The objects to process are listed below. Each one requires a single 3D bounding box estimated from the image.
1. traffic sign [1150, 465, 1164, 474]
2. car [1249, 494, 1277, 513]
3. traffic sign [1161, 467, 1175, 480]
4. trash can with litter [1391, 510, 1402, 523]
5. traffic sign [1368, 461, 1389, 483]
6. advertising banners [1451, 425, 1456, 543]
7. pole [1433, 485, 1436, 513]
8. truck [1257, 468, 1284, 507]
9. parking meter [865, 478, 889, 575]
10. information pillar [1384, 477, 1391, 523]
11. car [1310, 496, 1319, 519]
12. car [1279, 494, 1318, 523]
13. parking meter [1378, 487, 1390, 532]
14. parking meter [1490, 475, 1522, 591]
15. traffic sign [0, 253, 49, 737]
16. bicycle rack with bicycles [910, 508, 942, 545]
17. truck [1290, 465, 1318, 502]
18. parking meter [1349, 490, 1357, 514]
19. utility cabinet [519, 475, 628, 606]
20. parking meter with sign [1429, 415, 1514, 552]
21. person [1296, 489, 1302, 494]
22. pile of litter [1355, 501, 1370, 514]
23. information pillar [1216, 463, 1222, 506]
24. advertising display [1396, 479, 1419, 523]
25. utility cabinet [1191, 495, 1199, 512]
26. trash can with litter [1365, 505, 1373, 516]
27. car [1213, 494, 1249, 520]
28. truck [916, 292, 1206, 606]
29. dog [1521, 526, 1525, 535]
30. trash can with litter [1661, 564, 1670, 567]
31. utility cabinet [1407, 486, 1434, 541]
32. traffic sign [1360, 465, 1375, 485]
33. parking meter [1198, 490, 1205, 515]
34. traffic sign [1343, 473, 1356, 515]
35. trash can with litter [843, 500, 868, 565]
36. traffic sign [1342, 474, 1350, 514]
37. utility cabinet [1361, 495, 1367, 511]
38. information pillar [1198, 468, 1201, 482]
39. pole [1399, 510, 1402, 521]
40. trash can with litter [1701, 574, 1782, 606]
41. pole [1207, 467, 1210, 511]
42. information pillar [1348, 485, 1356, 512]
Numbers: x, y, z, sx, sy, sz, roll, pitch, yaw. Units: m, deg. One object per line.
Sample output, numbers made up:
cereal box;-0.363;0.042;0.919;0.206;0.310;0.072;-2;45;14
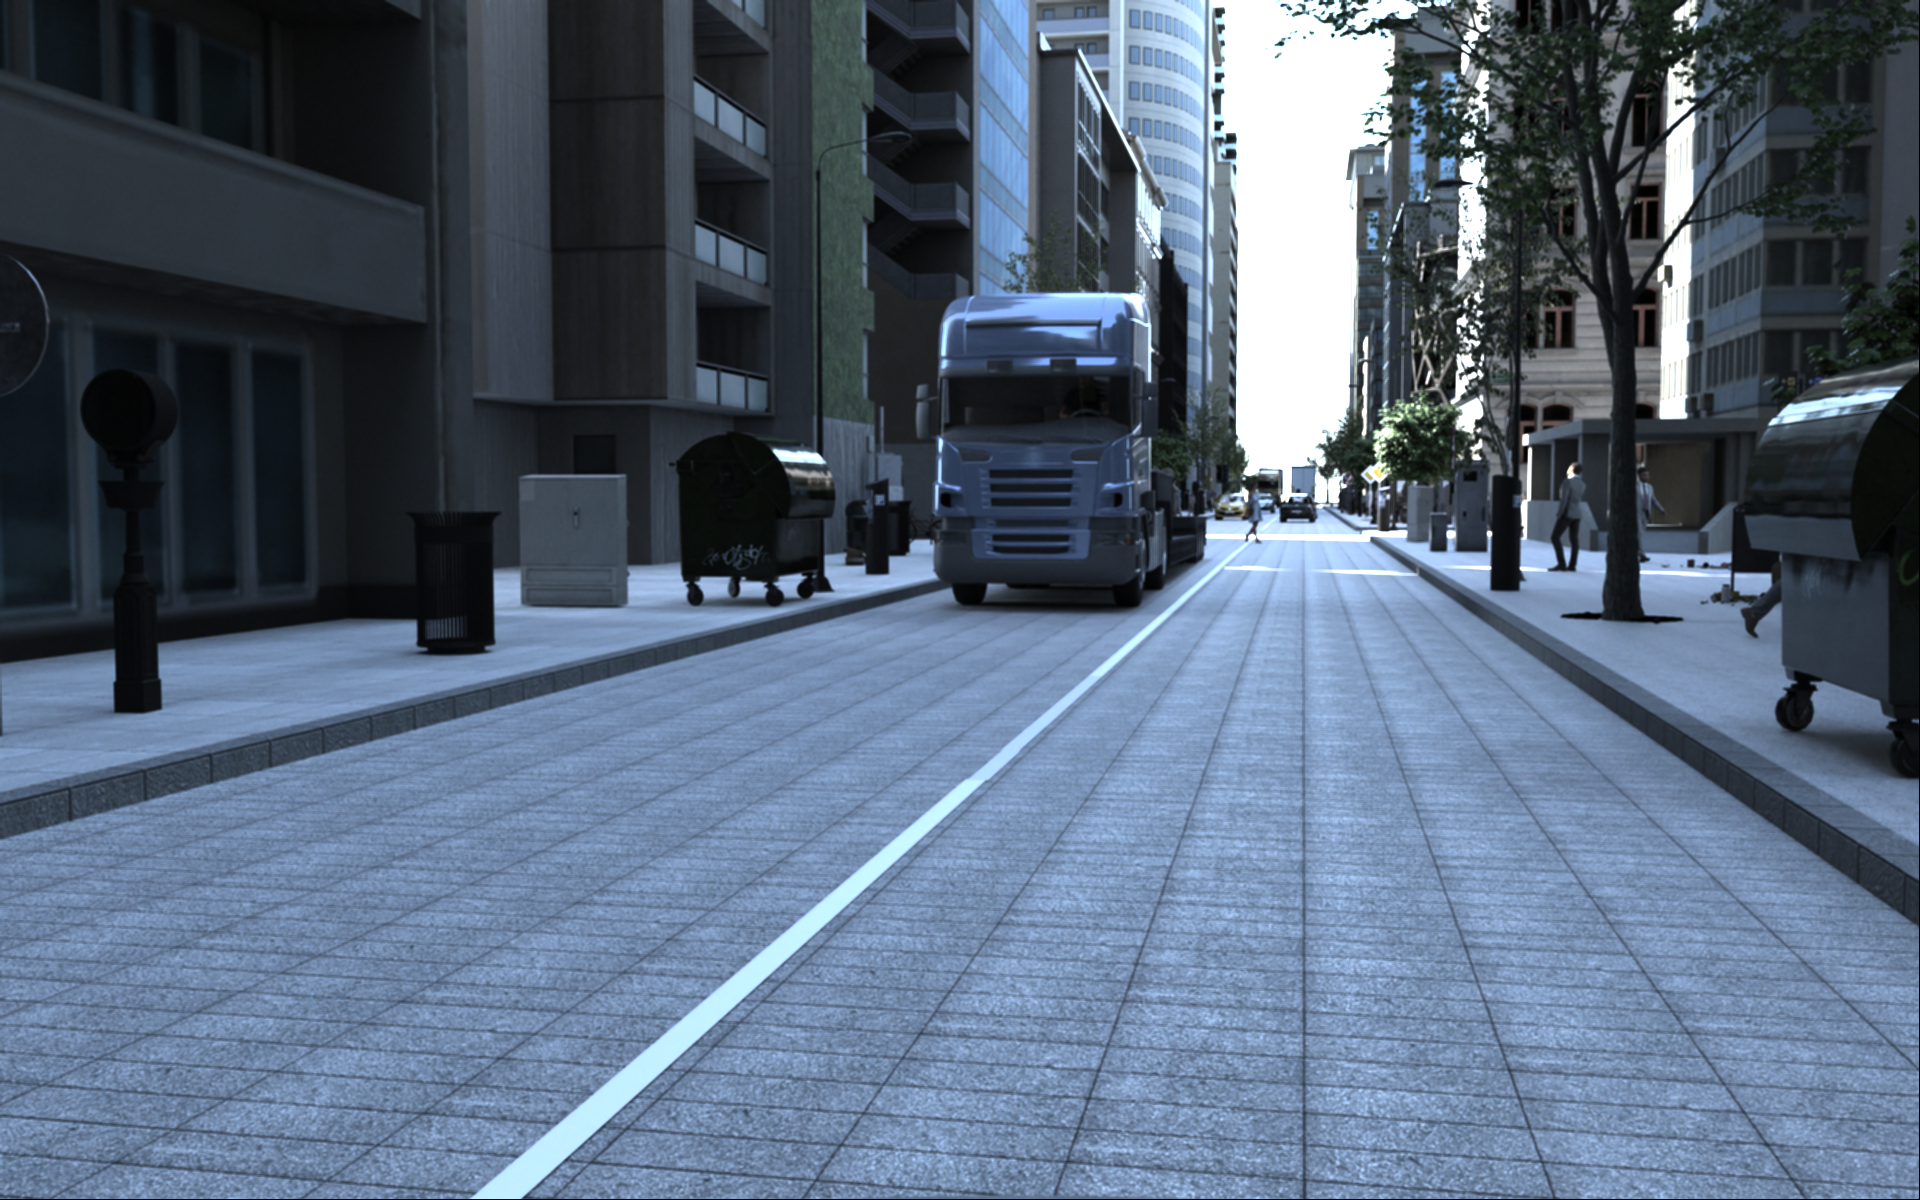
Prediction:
traffic sign;7.879;-4.147;69.998;0.795;2.593;0.064;1;4;11
car;22.851;-7.281;130.841;2.131;1.459;4.920;1;4;12
traffic sign;9.849;-5.041;82.528;0.768;2.556;0.104;1;4;13
trash can with litter;19.789;-4.118;78.386;1.678;1.210;2.233;0;4;2
traffic sign;14.655;-3.566;60.499;0.795;2.593;0.064;1;4;11
advertising banners;12.404;-2.873;43.155;0.090;3.025;2.074;0;4;7
pole;21.769;-5.245;79.595;0.158;3.312;0.155;0;3;0
truck;33.971;-12.266;189.456;2.839;4.237;11.283;1;4;13
parking meter;-1.325;-1.181;27.713;0.372;1.533;0.369;0;3;0
information pillar;18.662;-4.352;75.652;0.304;2.012;0.304;1;4;16
car;20.078;-5.481;101.972;2.083;1.381;4.827;1;4;10
car;17.315;-4.825;88.680;2.009;1.686;4.222;1;4;13
parking meter;14.265;-3.047;58.222;0.372;1.533;0.369;0;3;0
parking meter;7.268;-0.895;23.050;0.372;1.533;0.369;0;3;0
traffic sign;-5.113;-0.549;9.088;0.768;2.556;0.104;1;4;13
bicycle rack with bicycles;-1.989;-1.857;43.745;2.925;0.926;2.852;2;4;28
truck;34.621;-11.353;174.531;2.839;4.237;11.283;1;4;12
parking meter;25.030;-6.254;110.657;0.372;1.533;0.369;0;3;0
utility cabinet;-4.407;-0.676;19.740;1.173;1.500;0.318;1;4;11
parking meter with sign;11.404;-2.592;38.641;1.738;3.016;0.543;0;4;8
person;28.188;-8.318;144.133;1.348;1.869;0.705;0;4;-2
pile of litter;26.423;-6.104;113.765;1.719;0.858;1.176;-2;4;-24
information pillar;19.638;-8.564;131.380;0.183;3.616;0.504;-3;5;-39
advertising display;19.500;-4.305;75.592;0.974;1.923;0.123;0;4;3
utility cabinet;16.505;-6.713;120.918;0.306;1.237;1.020;-2;4;-33
trash can with litter;24.081;-5.512;101.507;0.624;1.170;1.055;-1;4;-21
car;15.087;-5.243;95.941;2.015;1.641;3.980;1;4;13
truck;2.480;-2.413;29.210;2.967;4.110;18.799;1;4;11
dog;13.467;-1.560;42.341;0.540;0.507;0.406;-1;4;-23
trash can with litter;13.378;-1.157;29.974;2.233;1.210;1.678;2;4;34
utility cabinet;12.403;-2.321;46.624;0.318;1.500;1.173;3;4;36
traffic sign;16.208;-4.045;68.332;0.795;2.593;0.064;1;4;11
parking meter;15.160;-6.133;108.688;0.372;1.533;0.369;0;3;0
traffic sign;23.540;-6.385;104.399;0.884;2.594;0.081;1;4;20
trash can with litter;-1.798;-1.234;31.559;0.624;1.170;1.055;0;4;2
traffic sign;24.708;-6.739;110.286;0.768;2.556;0.104;1;4;16
utility cabinet;32.516;-7.792;138.559;1.020;1.237;0.306;1;4;21
information pillar;18.190;-8.603;132.019;0.183;3.616;0.504;3;4;37
pole;20.411;-5.269;79.988;0.158;3.312;0.155;0;3;0
trash can with litter;9.854;-0.576;20.476;2.233;1.210;1.678;1;4;13
pole;18.800;-8.380;130.858;0.158;3.312;0.155;0;3;0
information pillar;28.966;-7.523;127.495;0.304;2.012;0.304;3;4;37
